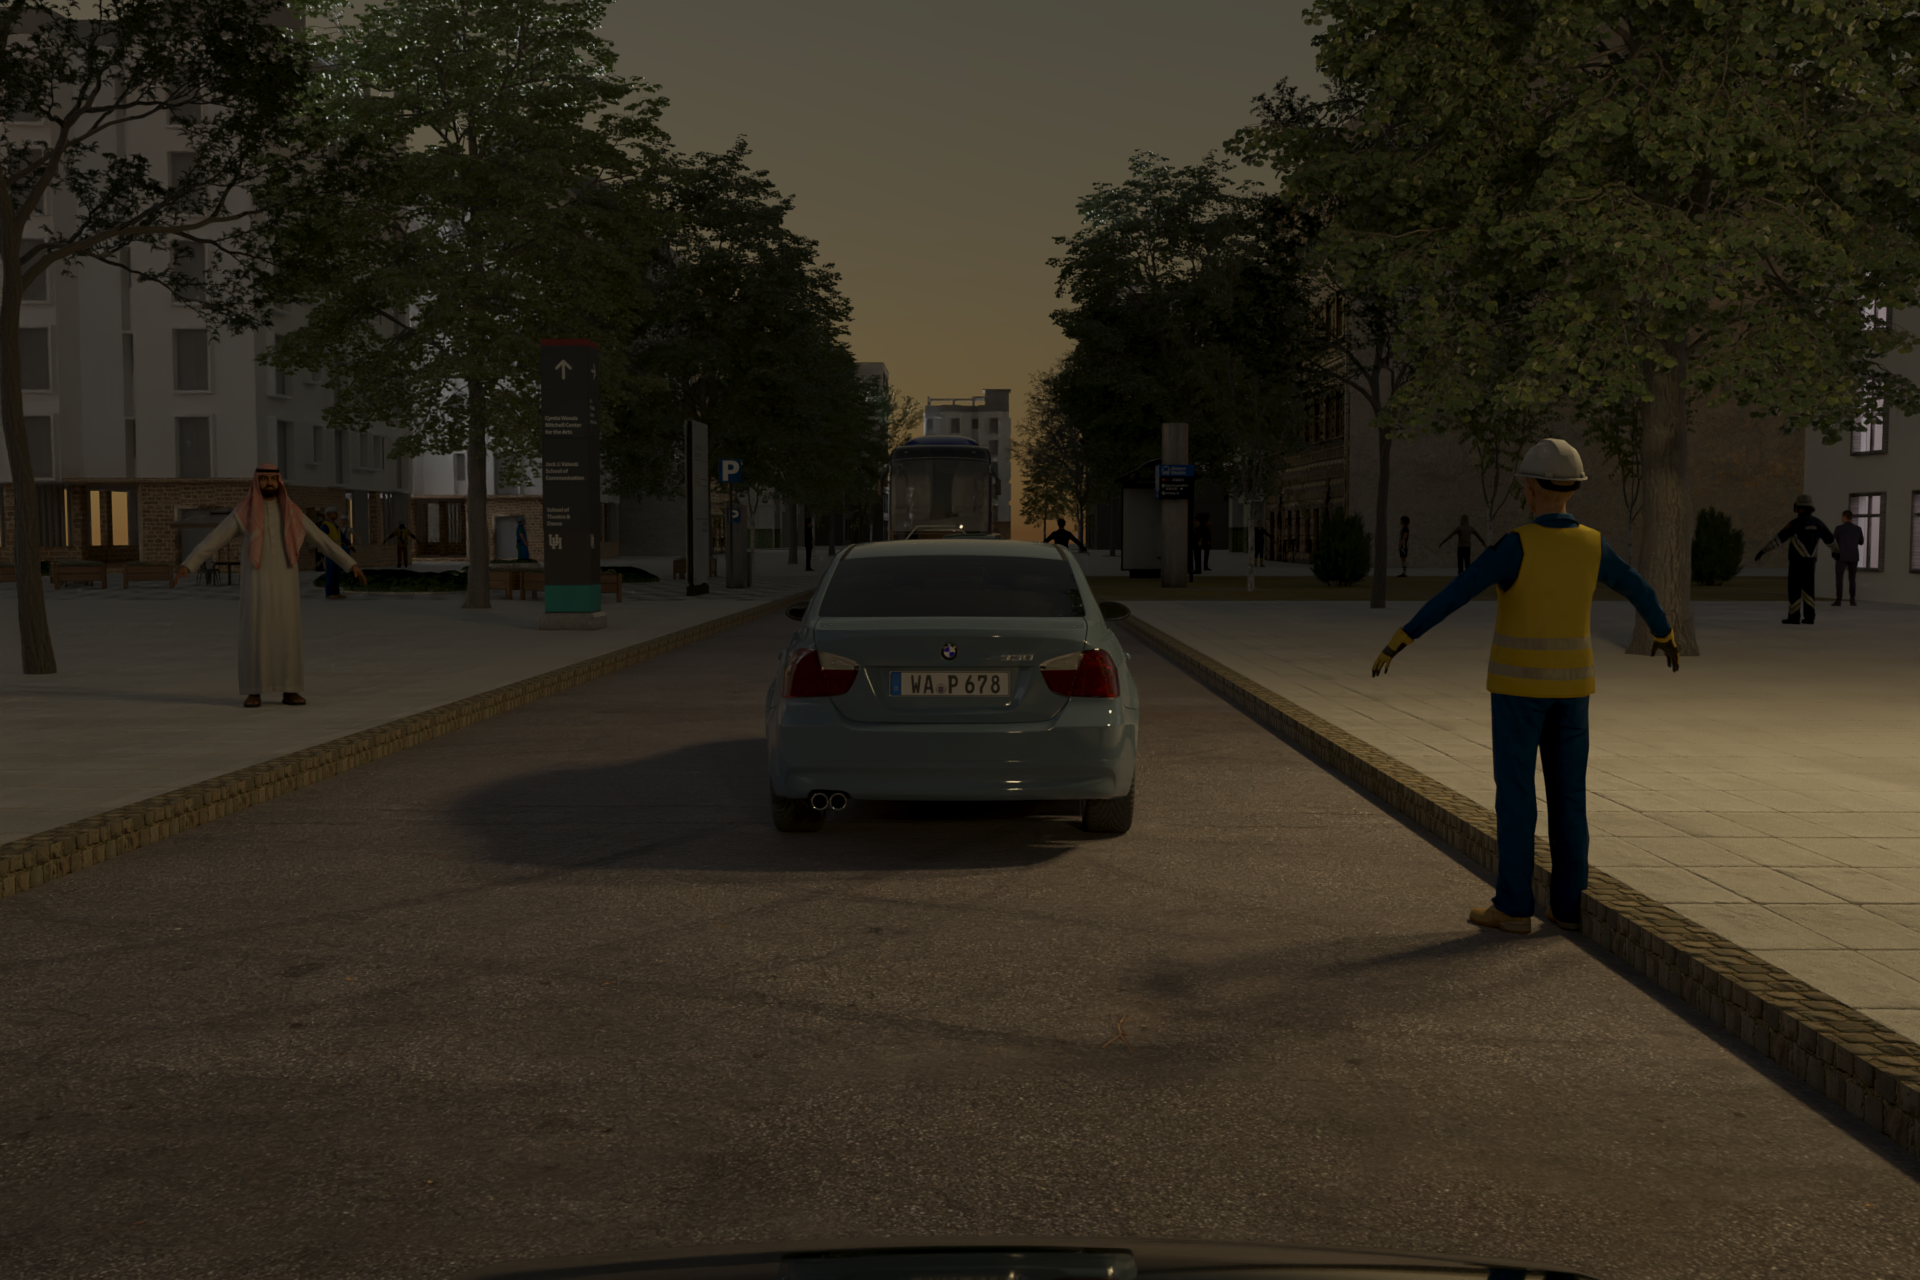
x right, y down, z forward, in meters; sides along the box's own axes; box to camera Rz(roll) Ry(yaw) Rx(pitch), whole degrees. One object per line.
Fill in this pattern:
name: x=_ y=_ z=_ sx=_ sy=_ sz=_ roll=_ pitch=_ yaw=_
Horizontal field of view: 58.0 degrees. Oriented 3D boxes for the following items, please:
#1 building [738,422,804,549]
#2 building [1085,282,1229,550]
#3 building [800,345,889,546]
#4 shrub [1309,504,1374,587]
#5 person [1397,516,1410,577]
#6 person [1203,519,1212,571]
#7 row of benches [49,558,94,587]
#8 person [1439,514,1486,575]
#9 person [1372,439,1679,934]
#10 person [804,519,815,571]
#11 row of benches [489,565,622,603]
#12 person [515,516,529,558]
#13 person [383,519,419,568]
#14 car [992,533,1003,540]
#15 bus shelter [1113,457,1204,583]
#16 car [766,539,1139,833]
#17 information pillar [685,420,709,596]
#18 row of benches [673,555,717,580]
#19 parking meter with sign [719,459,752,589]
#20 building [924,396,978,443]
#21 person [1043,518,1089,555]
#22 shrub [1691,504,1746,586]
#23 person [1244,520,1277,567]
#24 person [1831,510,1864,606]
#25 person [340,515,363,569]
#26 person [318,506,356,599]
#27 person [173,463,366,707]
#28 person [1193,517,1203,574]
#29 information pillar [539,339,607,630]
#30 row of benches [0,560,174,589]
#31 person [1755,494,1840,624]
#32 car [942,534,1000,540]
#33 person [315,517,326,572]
building: x=-24.869 y=-18.405 z=167.381 sx=16.747 sy=18.905 sz=31.486 roll=0 pitch=3 yaw=0
building: x=25.172 y=-19.146 z=157.019 sx=27.936 sy=21.610 sz=32.646 roll=0 pitch=4 yaw=0
building: x=-23.073 y=-22.020 z=204.005 sx=27.936 sy=21.610 sz=32.646 roll=0 pitch=4 yaw=0
shrub: x=9.357 y=-2.327 z=42.467 sx=1.690 sy=2.028 sz=1.600 roll=0 pitch=3 yaw=0
person: x=13.224 y=-2.787 z=51.713 sx=0.704 sy=1.843 sz=1.345 roll=1 pitch=4 yaw=14
person: x=8.706 y=-3.343 z=60.881 sx=0.704 sy=1.802 sz=1.346 roll=1 pitch=4 yaw=10
row of benches: x=-22.461 y=-1.729 z=43.729 sx=1.422 sy=0.672 sz=4.104 roll=-2 pitch=4 yaw=-32
person: x=13.524 y=-2.470 z=46.510 sx=1.348 sy=1.813 sz=0.705 roll=-1 pitch=4 yaw=-10
person: x=2.093 y=0.158 z=6.338 sx=1.216 sy=1.772 sz=0.721 roll=-1 pitch=4 yaw=-11
person: x=-5.235 y=-3.308 z=60.274 sx=0.705 sy=1.806 sz=1.347 roll=-1 pitch=4 yaw=-10
row of benches: x=-8.021 y=-1.109 z=33.597 sx=4.104 sy=0.672 sz=1.422 roll=3 pitch=5 yaw=44
person: x=-12.972 y=-2.767 z=51.369 sx=0.704 sy=1.817 sz=1.347 roll=-1 pitch=4 yaw=-19
person: x=-21.278 y=-3.687 z=66.043 sx=1.354 sy=1.858 sz=0.705 roll=-2 pitch=4 yaw=-32
car: x=1.450 y=-4.954 z=90.045 sx=2.155 sy=1.783 sz=4.494 roll=0 pitch=4 yaw=-1
bus shelter: x=5.454 y=-3.320 z=48.206 sx=2.014 sy=3.302 sz=5.546 roll=0 pitch=4 yaw=1
car: x=-0.018 y=0.147 z=9.599 sx=2.014 sy=1.417 sz=4.499 roll=0 pitch=4 yaw=1
information pillar: x=-5.542 y=-2.766 z=36.536 sx=0.184 sy=3.620 sz=1.656 roll=0 pitch=4 yaw=2
row of benches: x=-7.725 y=-2.144 z=50.522 sx=1.422 sy=0.672 sz=4.104 roll=0 pitch=4 yaw=1
parking meter with sign: x=-5.281 y=-2.742 z=41.091 sx=0.543 sy=3.016 sz=1.738 roll=0 pitch=4 yaw=3
building: x=-4.363 y=-22.655 z=229.293 sx=11.380 sy=20.090 sz=16.016 roll=0 pitch=4 yaw=-5
person: x=2.442 y=-2.024 z=41.739 sx=1.347 sy=1.806 sz=0.705 roll=0 pitch=4 yaw=2
shrub: x=18.605 y=-2.357 z=42.957 sx=1.690 sy=2.028 sz=1.600 roll=0 pitch=3 yaw=0
person: x=11.681 y=-3.755 z=67.535 sx=1.346 sy=1.812 sz=0.704 roll=-1 pitch=4 yaw=-10
person: x=15.779 y=-1.458 z=30.808 sx=0.541 sy=1.710 sz=0.530 roll=1 pitch=4 yaw=19
person: x=-18.078 y=-2.751 z=50.829 sx=1.347 sy=1.847 sz=0.705 roll=1 pitch=4 yaw=16
person: x=-12.447 y=-1.741 z=34.436 sx=0.705 sy=1.833 sz=1.349 roll=1 pitch=4 yaw=9
person: x=-5.149 y=-0.415 z=12.936 sx=1.347 sy=1.811 sz=0.704 roll=-2 pitch=4 yaw=-30
person: x=7.594 y=-3.033 z=55.522 sx=0.705 sy=1.837 sz=1.347 roll=0 pitch=4 yaw=-6
information pillar: x=-5.232 y=-2.077 z=23.331 sx=0.750 sy=3.857 sz=0.750 roll=0 pitch=4 yaw=1
row of benches: x=-20.685 y=-1.535 z=40.561 sx=4.104 sy=0.672 sz=1.422 roll=-1 pitch=4 yaw=-22
person: x=11.985 y=-1.150 z=24.677 sx=1.351 sy=1.845 sz=0.704 roll=-1 pitch=4 yaw=-12
car: x=0.232 y=-1.607 z=38.073 sx=2.131 sy=1.459 sz=4.920 roll=0 pitch=4 yaw=1
person: x=-21.808 y=-3.258 z=59.050 sx=0.705 sy=1.856 sz=1.354 roll=0 pitch=4 yaw=4
